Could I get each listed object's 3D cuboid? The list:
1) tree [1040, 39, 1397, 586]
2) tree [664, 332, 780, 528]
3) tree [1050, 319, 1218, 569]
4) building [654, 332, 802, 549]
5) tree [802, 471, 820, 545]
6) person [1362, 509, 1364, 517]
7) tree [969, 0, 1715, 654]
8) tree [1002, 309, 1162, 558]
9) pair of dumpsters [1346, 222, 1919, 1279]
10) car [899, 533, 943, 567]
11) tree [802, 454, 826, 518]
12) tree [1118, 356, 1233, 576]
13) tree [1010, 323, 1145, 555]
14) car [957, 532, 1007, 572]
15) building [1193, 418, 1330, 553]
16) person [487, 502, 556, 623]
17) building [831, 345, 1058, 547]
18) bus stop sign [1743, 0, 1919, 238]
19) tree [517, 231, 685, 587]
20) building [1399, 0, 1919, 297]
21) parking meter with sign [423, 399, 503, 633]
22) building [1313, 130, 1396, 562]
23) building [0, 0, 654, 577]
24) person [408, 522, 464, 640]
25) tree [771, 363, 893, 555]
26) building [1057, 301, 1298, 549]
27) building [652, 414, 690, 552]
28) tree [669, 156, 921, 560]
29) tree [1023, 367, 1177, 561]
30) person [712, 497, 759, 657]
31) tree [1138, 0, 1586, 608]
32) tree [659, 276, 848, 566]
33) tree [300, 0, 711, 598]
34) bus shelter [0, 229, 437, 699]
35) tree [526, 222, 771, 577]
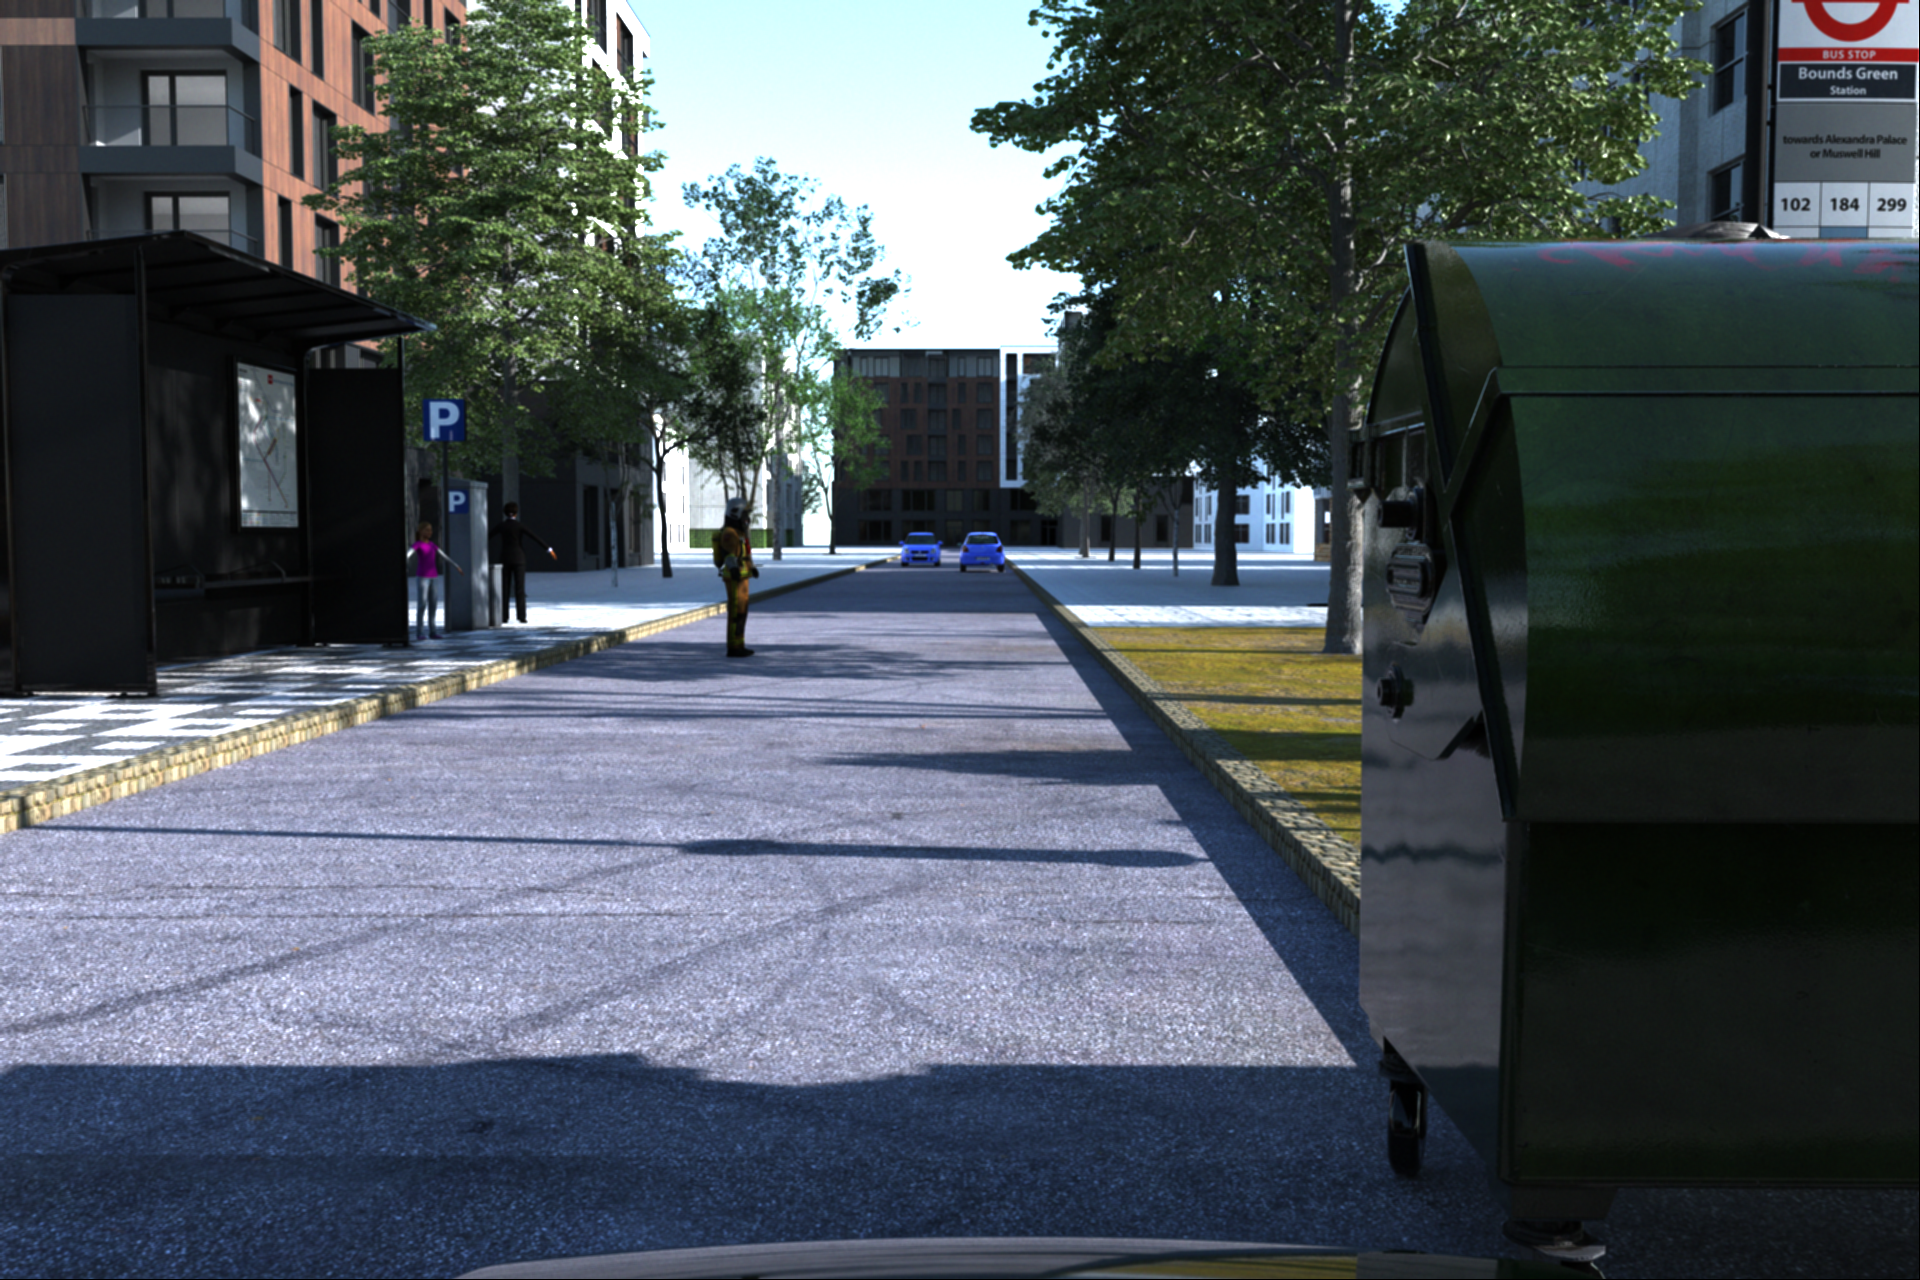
[{"bbox_3d":[6.716,-8.335,42.935,9.857,13.997,8.962,0,3,0],"label":"tree"},{"bbox_3d":[-8.118,-6.842,62.232,4.360,8.622,3.978,0,3,0],"label":"tree"},{"bbox_3d":[6.858,-7.923,63.951,7.601,10.594,8.767,-2,4,-27],"label":"tree"},{"bbox_3d":[-25.367,-18.423,167.678,16.747,18.905,31.486,0,4,1],"label":"building"},{"bbox_3d":[-17.939,-14.961,194.971,4.737,8.622,4.395,0,3,0],"label":"tree"},{"bbox_3d":[7.568,-1.660,33.283,0.704,1.843,1.345,1,4,22],"label":"person"},{"bbox_3d":[3.973,-6.153,18.725,7.486,12.596,7.792,0,3,0],"label":"tree"},{"bbox_3d":[6.857,-11.136,92.449,12.009,13.543,11.850,0,3,0],"label":"tree"},{"bbox_3d":[3.036,0.095,3.391,4.436,2.255,1.574,0,4,1],"label":"pair of dumpsters"},{"bbox_3d":[-1.732,-4.143,77.330,1.945,1.707,3.694,0,4,1],"label":"car"},{"bbox_3d":[-19.049,-16.349,201.710,7.601,10.594,8.767,0,4,3],"label":"tree"},{"bbox_3d":[6.581,-6.252,52.583,4.737,8.622,4.395,0,3,0],"label":"tree"},{"bbox_3d":[7.754,-12.229,106.601,9.857,13.997,8.962,0,3,0],"label":"tree"},{"bbox_3d":[0.839,-3.486,66.585,1.945,1.707,3.694,0,4,0],"label":"car"},{"bbox_3d":[24.150,-11.736,134.027,9.099,9.664,28.070,0,4,1],"label":"building"},{"bbox_3d":[-6.431,-1.116,24.963,1.216,1.740,0.721,0,4,1],"label":"person"},{"bbox_3d":[2.222,-21.618,199.884,32.646,21.610,27.936,0,4,0],"label":"building"},{"bbox_3d":[3.482,-1.128,7.149,0.855,3.939,0.416,0,4,1],"label":"bus stop sign"},{"bbox_3d":[-8.350,-5.622,42.279,4.360,8.622,3.978,0,3,0],"label":"tree"},{"bbox_3d":[23.364,-10.873,44.237,16.747,18.905,31.486,0,4,1],"label":"building"},{"bbox_3d":[-6.609,-1.649,23.223,0.543,3.016,1.738,0,4,2],"label":"parking meter with sign"},{"bbox_3d":[21.787,-13.696,80.357,16.016,20.090,11.380,0,4,0],"label":"building"},{"bbox_3d":[-26.764,-12.929,55.364,27.936,21.610,32.646,0,4,0],"label":"building"},{"bbox_3d":[-6.430,-0.718,21.011,0.599,1.433,0.991,2,4,33],"label":"person"},{"bbox_3d":[-7.984,-11.078,106.875,9.928,11.665,9.643,0,3,0],"label":"tree"},{"bbox_3d":[23.355,-19.847,168.477,27.936,21.610,32.646,0,4,1],"label":"building"},{"bbox_3d":[-25.700,-11.833,135.618,9.099,9.664,28.070,0,4,0],"label":"building"},{"bbox_3d":[-8.329,-14.037,85.395,12.611,20.169,13.585,0,3,0],"label":"tree"},{"bbox_3d":[7.122,-8.966,81.004,8.767,10.594,7.601,0,4,-1],"label":"tree"},{"bbox_3d":[-2.581,-0.737,20.276,0.705,1.858,1.354,0,4,3],"label":"person"},{"bbox_3d":[6.827,-6.397,30.342,9.928,11.665,9.643,0,3,0],"label":"tree"},{"bbox_3d":[-8.392,-8.753,68.872,9.928,11.665,9.643,0,3,0],"label":"tree"},{"bbox_3d":[-8.872,-7.107,34.330,7.486,12.596,7.792,0,3,0],"label":"tree"},{"bbox_3d":[-6.788,-1.544,16.525,1.731,3.624,6.357,0,4,1],"label":"bus shelter"},{"bbox_3d":[-9.019,-7.136,51.083,7.601,10.594,8.767,0,4,2],"label":"tree"}]
